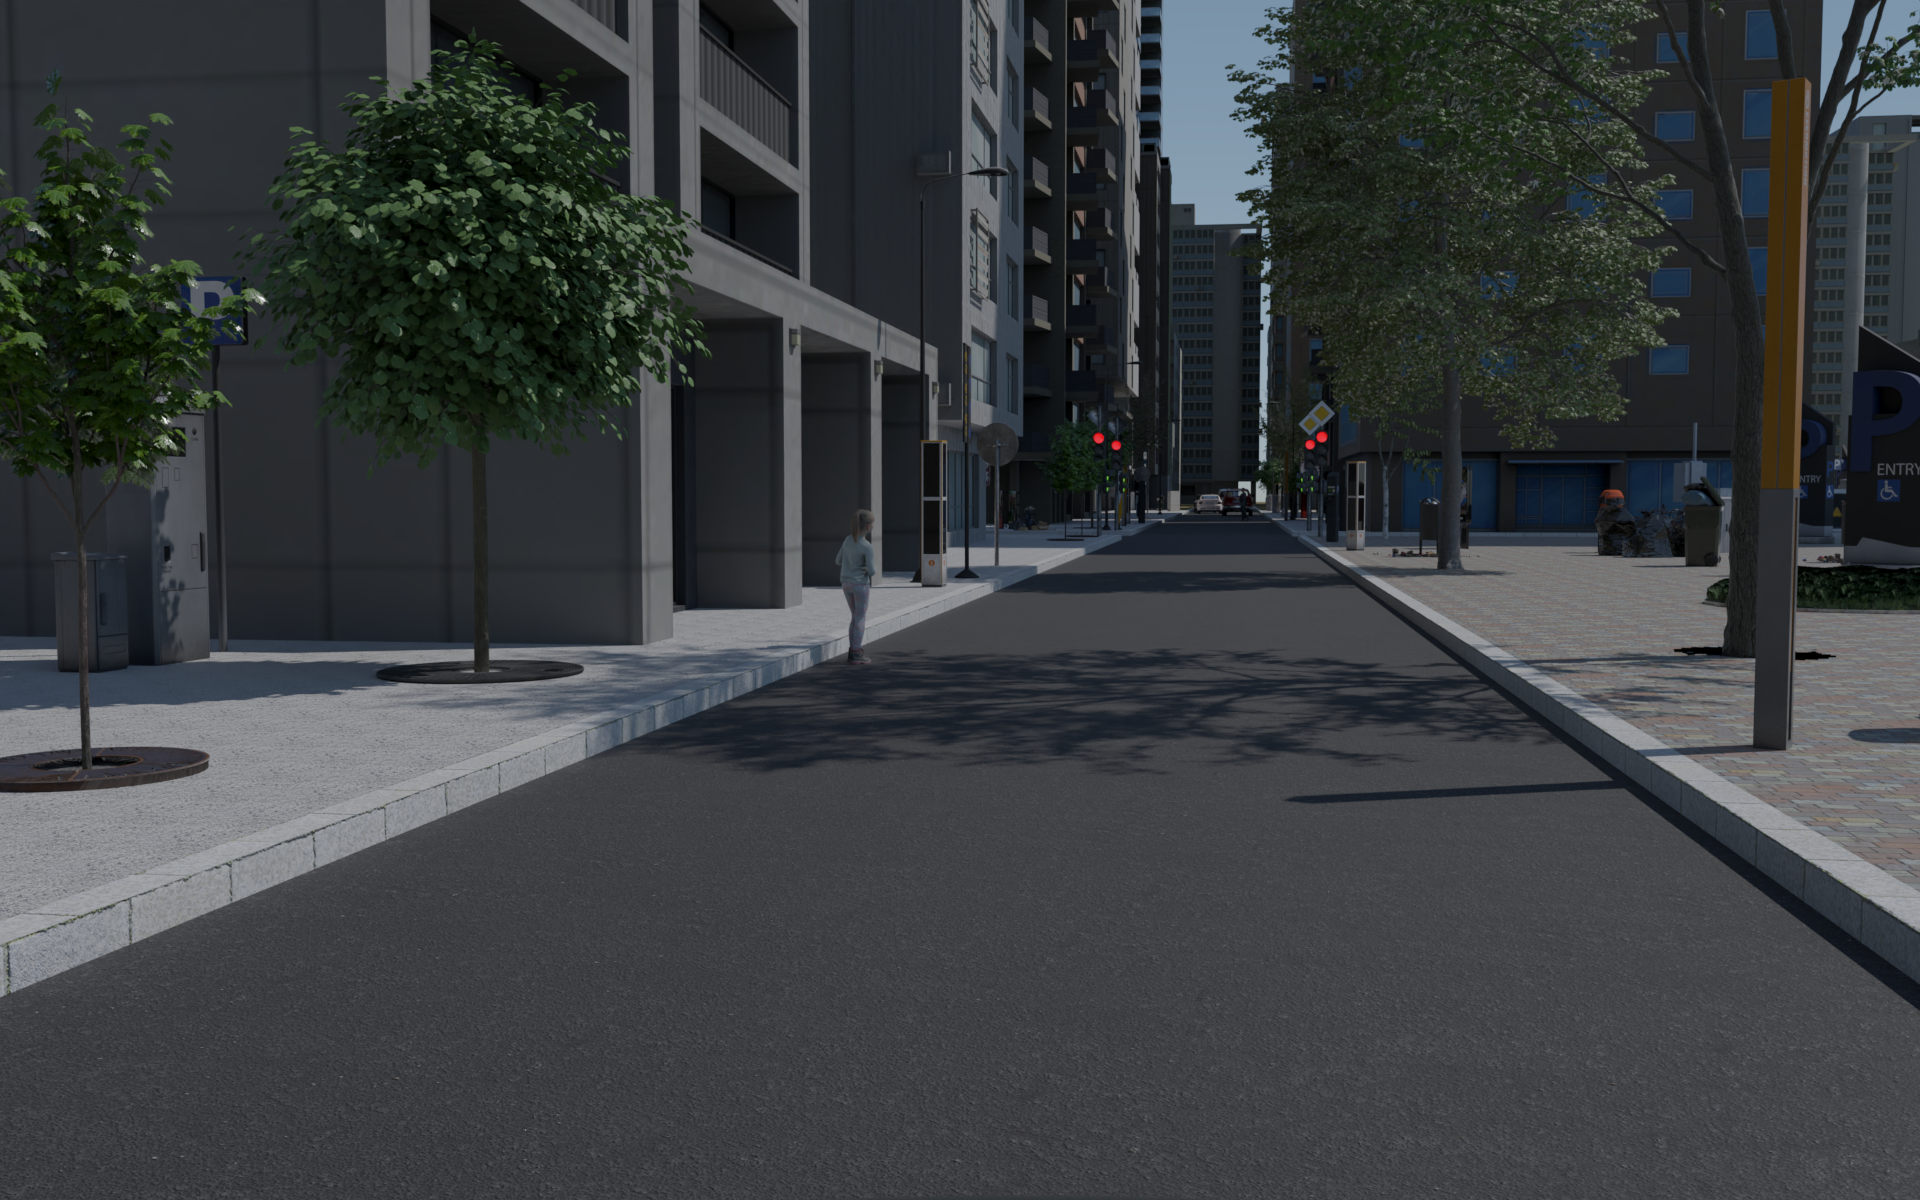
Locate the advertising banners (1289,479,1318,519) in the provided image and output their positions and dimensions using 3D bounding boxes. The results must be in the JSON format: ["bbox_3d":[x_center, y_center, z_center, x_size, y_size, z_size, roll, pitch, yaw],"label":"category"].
[{"bbox_3d":[17.983,-5.767,90.482,0.090,3.025,2.074,-3,4,-36],"label":"advertising banners"}]

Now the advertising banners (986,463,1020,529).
[{"bbox_3d":[1.457,-4.117,63.507,0.090,3.025,2.074,-3,5,-40],"label":"advertising banners"}]

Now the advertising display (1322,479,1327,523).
[{"bbox_3d":[16.145,-4.316,75.781,0.974,1.923,0.123,-3,5,-40],"label":"advertising display"}]

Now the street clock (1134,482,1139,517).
[{"bbox_3d":[10.100,-5.708,97.897,0.471,2.002,0.358,1,4,10],"label":"street clock"}]

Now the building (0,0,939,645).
[{"bbox_3d":[-11.159,-35.841,24.246,20.563,71.187,20.611,1,4,9],"label":"building"}]

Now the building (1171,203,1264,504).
[{"bbox_3d":[28.911,-33.203,234.747,23.993,40.220,32.217,1,4,9],"label":"building"}]

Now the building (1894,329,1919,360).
[{"bbox_3d":[52.490,-45.789,61.319,31.000,86.520,22.319,1,4,9],"label":"building"}]

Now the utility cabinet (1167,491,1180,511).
[{"bbox_3d":[15.696,-7.256,127.322,0.318,1.500,1.173,3,5,42],"label":"utility cabinet"}]

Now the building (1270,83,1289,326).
[{"bbox_3d":[45.890,-34.926,194.736,21.300,48.544,21.600,1,4,9],"label":"building"}]

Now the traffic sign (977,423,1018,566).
[{"bbox_3d":[0.657,-1.883,30.891,0.768,2.556,0.104,1,4,16],"label":"traffic sign"}]

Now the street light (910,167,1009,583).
[{"bbox_3d":[-0.006,-3.199,24.840,1.470,5.913,1.316,1,4,9],"label":"street light"}]

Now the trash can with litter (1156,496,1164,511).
[{"bbox_3d":[15.202,-7.401,132.385,0.624,1.170,1.055,-1,4,-11],"label":"trash can with litter"}]

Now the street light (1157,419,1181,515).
[{"bbox_3d":[12.967,-8.251,107.437,1.470,5.913,1.316,1,4,9],"label":"street light"}]

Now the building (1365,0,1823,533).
[{"bbox_3d":[21.526,-25.232,62.658,14.200,45.320,14.600,1,4,9],"label":"building"}]

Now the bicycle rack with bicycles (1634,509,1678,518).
[{"bbox_3d":[16.566,-1.672,40.713,2.852,0.926,2.925,-1,4,-15],"label":"bicycle rack with bicycles"}]

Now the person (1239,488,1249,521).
[{"bbox_3d":[14.988,-5.039,91.308,0.534,1.772,0.576,0,4,5],"label":"person"}]

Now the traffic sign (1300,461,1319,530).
[{"bbox_3d":[12.402,-3.738,61.220,0.768,2.556,0.104,1,4,10],"label":"traffic sign"}]

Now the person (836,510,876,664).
[{"bbox_3d":[-0.858,-0.116,14.671,0.425,1.301,0.394,2,4,27],"label":"person"}]

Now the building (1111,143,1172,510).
[{"bbox_3d":[10.136,-22.726,143.274,14.160,30.474,14.107,1,4,9],"label":"building"}]

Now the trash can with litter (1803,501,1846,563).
[{"bbox_3d":[16.885,-1.332,32.840,1.678,1.210,2.233,1,4,15],"label":"trash can with litter"}]

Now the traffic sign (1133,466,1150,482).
[{"bbox_3d":[8.322,-4.849,79.392,0.768,2.556,0.104,1,4,10],"label":"traffic sign"}]

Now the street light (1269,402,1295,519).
[{"bbox_3d":[16.226,-7.012,87.193,1.470,5.913,1.316,1,4,9],"label":"street light"}]

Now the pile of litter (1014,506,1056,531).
[{"bbox_3d":[2.644,-2.894,61.275,1.719,0.858,1.176,-1,4,-15],"label":"pile of litter"}]

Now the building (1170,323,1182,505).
[{"bbox_3d":[10.431,-21.636,198.783,28.899,21.520,27.650,1,4,9],"label":"building"}]

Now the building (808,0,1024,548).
[{"bbox_3d":[-5.684,-22.059,44.266,14.086,41.232,14.154,1,4,9],"label":"building"}]

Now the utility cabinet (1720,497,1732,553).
[{"bbox_3d":[16.440,-1.623,37.698,1.020,1.237,0.306,-1,4,-20],"label":"utility cabinet"}]

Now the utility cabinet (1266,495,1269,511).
[{"bbox_3d":[23.463,-7.328,130.982,0.306,1.237,1.020,-1,4,-9],"label":"utility cabinet"}]

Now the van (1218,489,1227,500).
[{"bbox_3d":[22.015,-8.323,143.096,2.013,2.044,4.112,0,4,8],"label":"van"}]

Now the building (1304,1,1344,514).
[{"bbox_3d":[33.017,-27.770,108.662,22.147,44.769,28.867,1,4,9],"label":"building"}]

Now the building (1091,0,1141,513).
[{"bbox_3d":[-1.361,-32.582,121.955,28.713,52.752,27.495,1,4,9],"label":"building"}]

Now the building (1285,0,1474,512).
[{"bbox_3d":[35.374,-30.505,148.865,14.600,45.320,14.200,1,4,9],"label":"building"}]

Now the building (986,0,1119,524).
[{"bbox_3d":[-3.694,-26.384,86.006,22.147,44.769,28.867,1,4,9],"label":"building"}]

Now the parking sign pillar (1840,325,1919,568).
[{"bbox_3d":[14.690,-2.369,27.200,1.447,3.967,1.447,-3,4,-38],"label":"parking sign pillar"}]

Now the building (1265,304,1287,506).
[{"bbox_3d":[44.432,-19.892,170.277,27.650,21.520,28.899,1,4,9],"label":"building"}]

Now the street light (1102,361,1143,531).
[{"bbox_3d":[5.695,-5.395,60.744,1.470,5.913,1.316,1,4,9],"label":"street light"}]

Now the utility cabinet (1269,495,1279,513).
[{"bbox_3d":[21.480,-6.529,117.912,0.306,1.237,1.020,1,4,20],"label":"utility cabinet"}]

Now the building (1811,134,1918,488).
[{"bbox_3d":[82.486,-30.084,183.753,23.993,40.220,32.217,1,4,9],"label":"building"}]

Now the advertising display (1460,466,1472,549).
[{"bbox_3d":[11.813,-2.173,40.746,0.123,1.923,0.974,0,4,-3],"label":"advertising display"}]

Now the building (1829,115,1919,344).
[{"bbox_3d":[102.663,-30.939,189.447,14.086,41.232,14.154,1,4,9],"label":"building"}]

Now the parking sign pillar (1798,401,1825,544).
[{"bbox_3d":[21.981,-3.457,44.988,1.447,3.967,1.447,-2,4,-35],"label":"parking sign pillar"}]

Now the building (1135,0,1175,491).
[{"bbox_3d":[9.587,-52.104,164.579,22.319,86.520,31.000,1,4,9],"label":"building"}]

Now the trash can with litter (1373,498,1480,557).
[{"bbox_3d":[9.519,-1.515,35.825,1.678,1.210,2.233,-2,4,-27],"label":"trash can with litter"}]
